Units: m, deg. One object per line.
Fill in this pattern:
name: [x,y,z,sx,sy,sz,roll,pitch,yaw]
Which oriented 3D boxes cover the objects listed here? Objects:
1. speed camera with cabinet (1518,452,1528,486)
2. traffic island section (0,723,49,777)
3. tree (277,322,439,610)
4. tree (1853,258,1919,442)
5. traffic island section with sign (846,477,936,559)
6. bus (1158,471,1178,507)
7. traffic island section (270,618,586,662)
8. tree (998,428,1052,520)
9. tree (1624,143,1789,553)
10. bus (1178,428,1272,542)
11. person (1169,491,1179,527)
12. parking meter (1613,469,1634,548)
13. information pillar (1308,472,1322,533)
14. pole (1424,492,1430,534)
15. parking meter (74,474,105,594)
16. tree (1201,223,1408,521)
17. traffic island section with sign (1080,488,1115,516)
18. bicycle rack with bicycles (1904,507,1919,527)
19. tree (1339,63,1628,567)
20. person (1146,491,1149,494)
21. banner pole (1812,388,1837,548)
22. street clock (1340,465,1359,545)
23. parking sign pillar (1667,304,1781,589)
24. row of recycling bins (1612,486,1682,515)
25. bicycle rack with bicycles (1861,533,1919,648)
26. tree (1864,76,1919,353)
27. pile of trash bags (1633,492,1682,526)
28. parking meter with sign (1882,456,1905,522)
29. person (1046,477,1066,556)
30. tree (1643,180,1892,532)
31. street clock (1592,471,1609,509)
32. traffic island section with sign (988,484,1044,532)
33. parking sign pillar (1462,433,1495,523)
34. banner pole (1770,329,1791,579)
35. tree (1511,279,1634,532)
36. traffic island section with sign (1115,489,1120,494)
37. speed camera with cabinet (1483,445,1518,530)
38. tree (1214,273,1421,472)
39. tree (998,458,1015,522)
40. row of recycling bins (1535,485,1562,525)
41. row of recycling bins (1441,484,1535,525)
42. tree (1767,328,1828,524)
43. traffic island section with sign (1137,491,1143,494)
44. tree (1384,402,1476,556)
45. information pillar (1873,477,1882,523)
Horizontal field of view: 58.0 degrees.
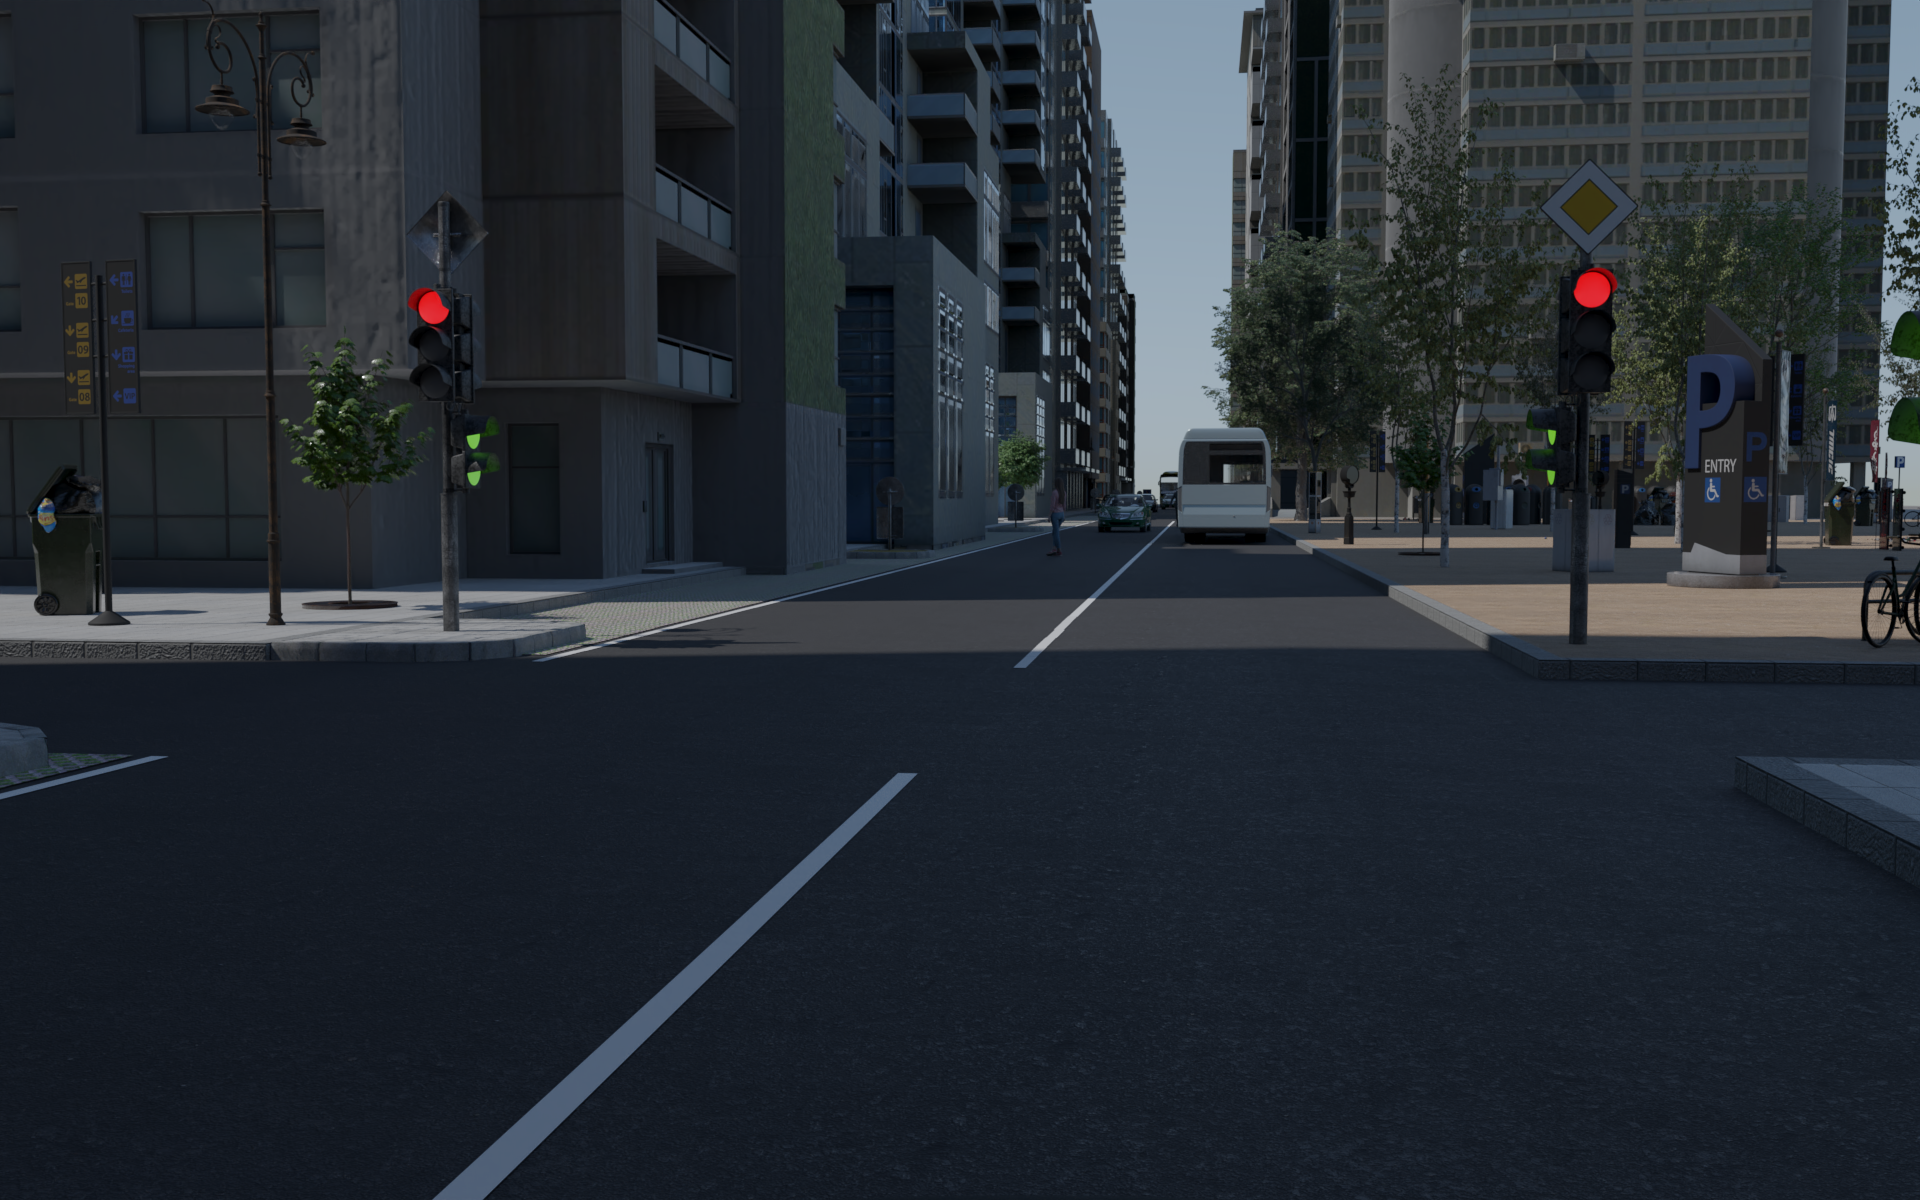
speed camera with cabinet: [25.811,-5.364,82.036,2.038,3.252,0.660,2,4,29]
traffic island section: [-5.892,0.854,8.325,2.009,0.180,2.903,0,4,8]
tree: [-6.968,-1.518,19.427,1.663,3.219,1.824,0,3,0]
tree: [28.686,-6.160,51.086,4.360,8.622,3.978,0,3,0]
traffic island section with sign: [-1.602,-1.853,38.917,1.989,1.847,2.006,0,4,8]
bus: [22.955,-12.029,188.224,2.896,3.916,12.252,0,4,6]
traffic island section: [-4.783,0.370,16.233,2.009,0.180,2.903,0,4,8]
tree: [2.965,-6.300,86.715,4.285,4.588,4.351,0,3,0]
tree: [15.971,-5.322,37.378,4.737,8.622,4.395,0,3,0]
bus: [8.449,-3.664,54.770,2.948,3.499,13.247,1,4,9]
person: [9.647,-4.159,76.280,0.659,1.850,0.755,2,4,28]
parking meter: [15.720,-2.162,41.053,0.399,1.863,0.255,0,4,-1]
information pillar: [11.612,-3.191,56.672,0.304,2.012,0.304,3,5,44]
pole: [14.878,-3.752,55.190,0.158,3.312,0.155,0,3,0]
parking meter: [-11.200,-0.846,22.249,0.372,1.533,0.369,0,3,0]
tree: [16.432,-10.753,82.465,9.857,13.997,8.962,0,3,0]
traffic island section with sign: [9.023,-6.491,114.758,1.989,1.847,2.006,0,4,8]
bicycle rack with bicycles: [38.701,-3.317,67.610,2.925,0.926,2.852,3,4,38]
tree: [8.523,-4.865,29.912,4.737,8.622,4.395,0,3,0]
person: [19.876,-10.714,184.504,0.721,1.723,1.217,-3,5,-39]
banner pole: [20.437,-3.105,40.788,0.401,3.779,0.863,0,4,3]
street clock: [9.876,-2.408,43.945,0.471,2.002,0.358,-2,4,-35]
parking sign pillar: [10.609,-2.171,23.967,1.447,3.967,1.447,-1,4,-11]
row of recycling bins: [34.056,-4.822,85.952,3.534,1.692,1.069,-1,4,-9]
bicycle rack with bicycles: [8.818,-0.075,14.616,2.925,0.926,2.852,-1,4,-17]
tree: [16.780,-4.774,28.418,4.737,8.622,4.395,0,3,0]
pile of trash bags: [29.153,-3.790,71.714,1.912,1.369,3.447,3,4,38]
parking meter with sign: [42.773,-5.132,80.162,0.543,3.016,1.738,-1,4,-18]
person: [2.255,-1.932,40.094,0.388,1.821,0.555,2,4,34]
tree: [27.263,-8.139,58.821,9.928,11.665,9.643,0,3,0]
street clock: [19.725,-2.985,53.370,0.358,2.002,0.471,-2,4,-31]
traffic island section with sign: [2.141,-3.485,65.612,1.989,1.847,2.006,0,4,8]
parking sign pillar: [23.020,-5.410,76.925,1.447,3.967,1.447,0,4,5]
banner pole: [12.563,-2.233,26.525,0.401,3.779,0.863,3,5,41]
tree: [20.311,-6.623,58.645,4.360,8.622,3.978,0,3,0]
traffic island section with sign: [12.773,-8.126,141.483,1.989,1.847,2.006,0,4,8]
speed camera with cabinet: [19.549,-4.195,62.922,0.660,3.252,2.038,2,4,32]
tree: [14.996,-8.439,72.391,8.767,10.594,7.601,0,4,3]
tree: [1.446,-5.293,81.142,1.663,3.219,1.824,0,3,0]
row of recycling bins: [23.826,-4.072,73.688,3.534,1.692,1.069,2,4,34]
row of recycling bins: [21.652,-3.935,71.448,3.534,1.692,1.069,0,4,6]
tree: [35.766,-7.504,73.056,4.360,8.622,3.978,0,3,0]
traffic island section with sign: [24.144,-13.087,222.600,1.989,1.847,2.006,0,4,8]
tree: [9.692,-2.562,36.487,1.663,3.219,1.824,0,3,0]
information pillar: [40.095,-4.356,75.706,0.304,2.012,0.304,2,4,32]
